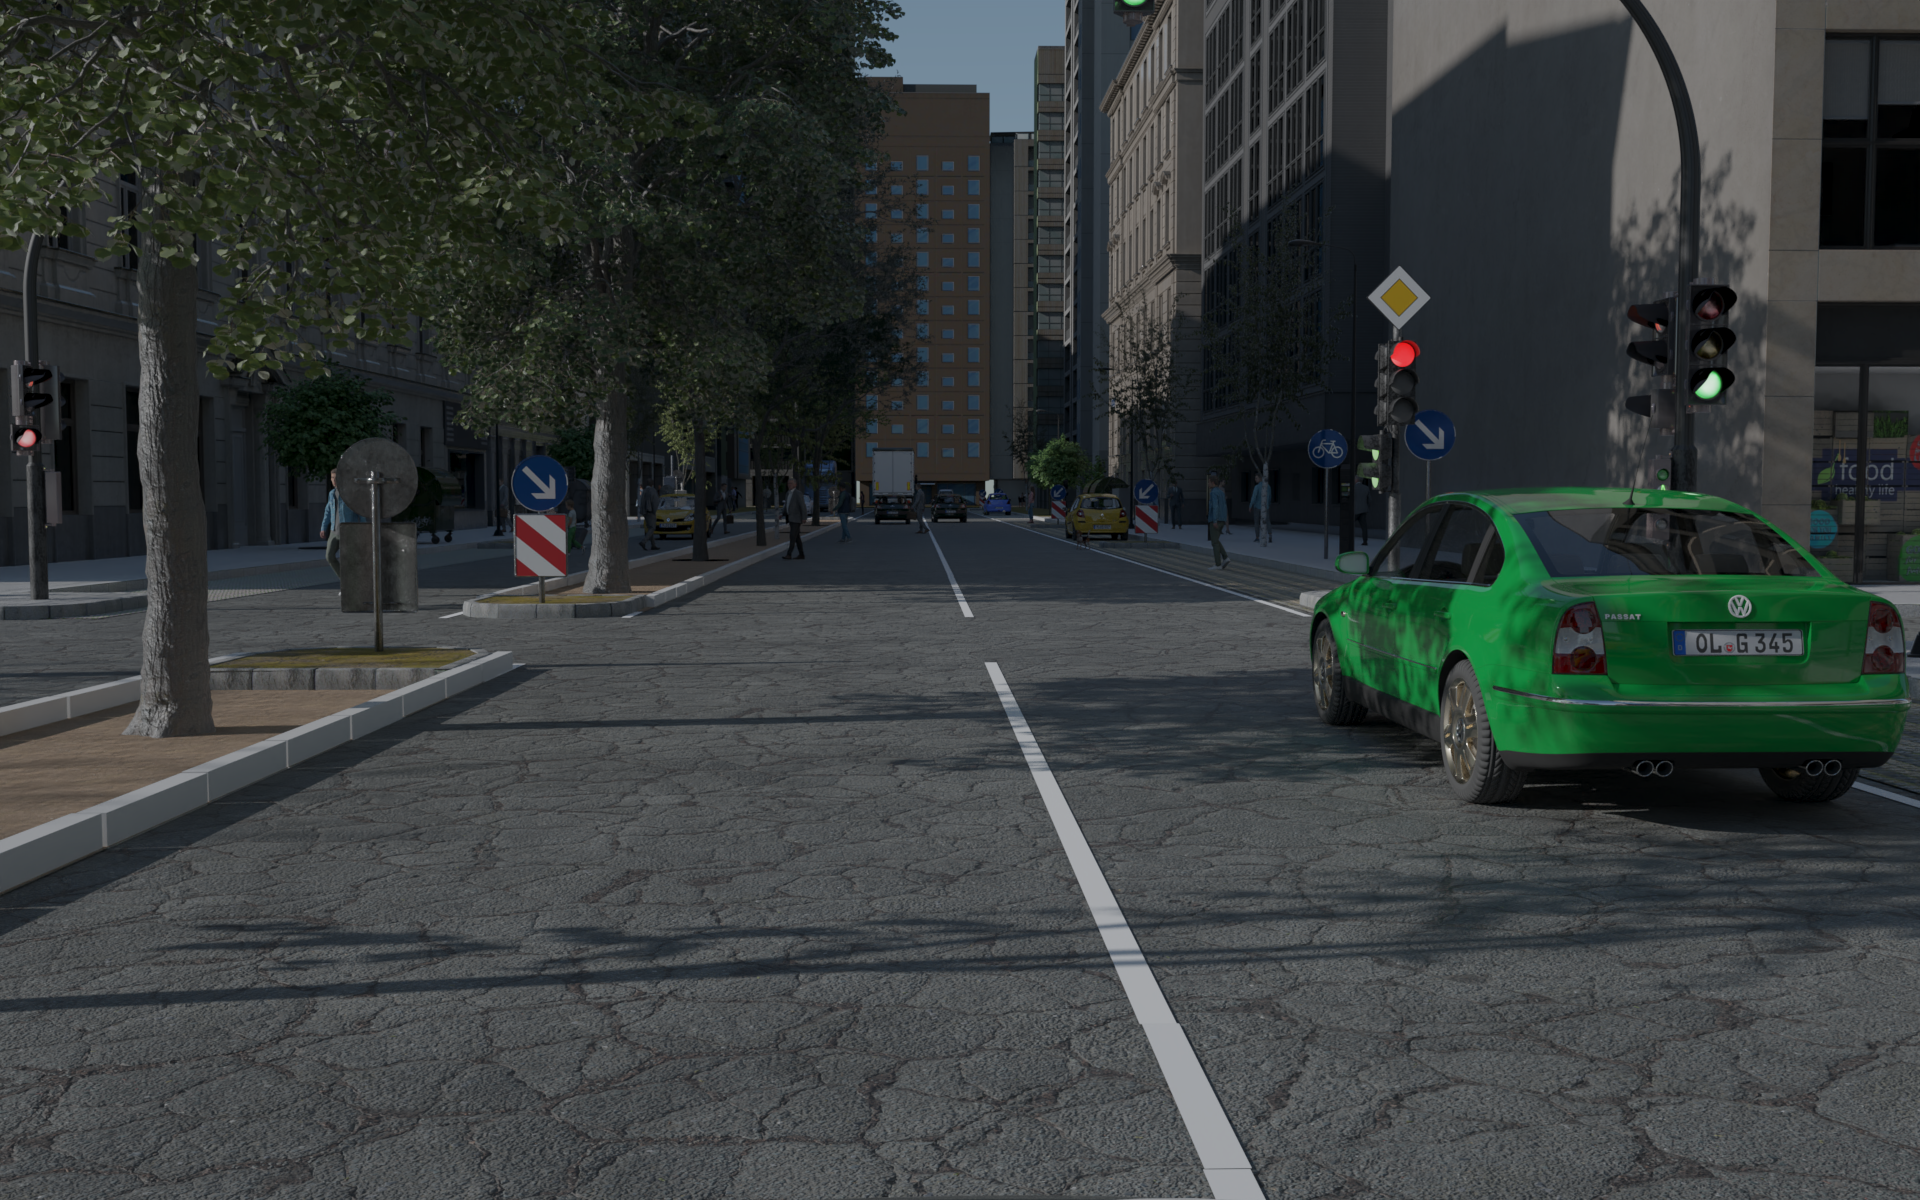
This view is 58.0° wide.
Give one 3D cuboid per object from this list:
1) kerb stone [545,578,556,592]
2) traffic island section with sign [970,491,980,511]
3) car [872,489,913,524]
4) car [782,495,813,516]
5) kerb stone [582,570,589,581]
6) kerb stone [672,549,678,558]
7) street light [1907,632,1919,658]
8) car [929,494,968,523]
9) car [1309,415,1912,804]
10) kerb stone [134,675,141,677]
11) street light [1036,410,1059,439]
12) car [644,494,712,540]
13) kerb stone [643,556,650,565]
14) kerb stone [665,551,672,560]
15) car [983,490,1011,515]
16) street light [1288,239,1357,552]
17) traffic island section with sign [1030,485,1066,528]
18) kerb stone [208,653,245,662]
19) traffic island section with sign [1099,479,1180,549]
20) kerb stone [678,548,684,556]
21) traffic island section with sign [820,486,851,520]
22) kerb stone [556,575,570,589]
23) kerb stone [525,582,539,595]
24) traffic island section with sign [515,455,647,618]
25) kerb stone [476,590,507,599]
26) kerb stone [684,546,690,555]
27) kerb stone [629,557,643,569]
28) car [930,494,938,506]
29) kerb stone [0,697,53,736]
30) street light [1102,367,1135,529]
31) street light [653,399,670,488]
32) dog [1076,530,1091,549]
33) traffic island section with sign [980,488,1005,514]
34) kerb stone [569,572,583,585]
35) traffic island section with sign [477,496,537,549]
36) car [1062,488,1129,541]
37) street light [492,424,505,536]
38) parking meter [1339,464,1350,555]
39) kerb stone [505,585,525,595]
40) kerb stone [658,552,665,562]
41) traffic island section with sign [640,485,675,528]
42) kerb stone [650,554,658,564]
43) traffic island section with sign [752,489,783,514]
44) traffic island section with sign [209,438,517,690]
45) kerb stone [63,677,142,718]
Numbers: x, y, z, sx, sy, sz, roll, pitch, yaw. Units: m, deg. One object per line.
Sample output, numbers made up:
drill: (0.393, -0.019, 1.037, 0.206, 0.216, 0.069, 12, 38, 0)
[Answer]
kerb stone: (-6.110, -0.193, 25.351, 0.120, 0.150, 1.000, 0, 4, -2)
traffic island section with sign: (1.846, -8.697, 150.826, 1.989, 1.847, 2.006, 0, 4, -2)
car: (-3.236, -4.492, 83.227, 2.009, 1.686, 4.222, 0, 4, -2)
car: (-10.568, -6.188, 113.537, 2.083, 1.381, 4.827, 0, 4, -2)
kerb stone: (-6.196, -0.382, 28.436, 0.120, 0.150, 1.000, 0, 4, -2)
kerb stone: (-6.477, -1.008, 38.679, 0.120, 0.150, 1.000, 0, 4, -2)
street light: (7.089, -2.503, 13.470, 1.470, 5.913, 1.316, 0, 4, -2)
car: (-0.571, -4.796, 88.207, 2.009, 1.686, 4.222, 0, 4, -3)
car: (3.164, -0.037, 9.401, 1.959, 1.807, 4.718, 0, 4, -2)
kerb stone: (-5.761, 0.594, 12.520, 0.120, 0.150, 1.000, 0, 4, -2)
street light: (4.884, -7.514, 95.393, 1.470, 5.913, 1.316, 0, 4, -2)
car: (-9.048, -2.776, 55.608, 2.015, 1.641, 3.980, 0, 3, 0)
kerb stone: (-6.370, -0.750, 34.587, 0.120, 0.150, 1.000, 0, 4, -2)
kerb stone: (-6.455, -0.944, 37.657, 0.120, 0.150, 1.000, 0, 4, -2)
car: (2.509, -6.559, 116.823, 1.945, 1.707, 3.694, 0, 4, -3)
street light: (6.681, -3.623, 31.782, 1.470, 5.913, 1.316, 0, 4, -2)
traffic island section with sign: (3.994, -3.955, 73.300, 1.989, 1.847, 2.006, 0, 4, -2)
kerb stone: (-5.788, 0.531, 13.549, 0.120, 0.150, 1.000, 0, 4, -2)
traffic island section with sign: (4.750, -2.294, 46.129, 1.989, 1.847, 2.006, 0, 4, -2)
kerb stone: (-6.510, -1.065, 39.701, 0.120, 0.150, 1.000, 0, 4, -2)
traffic island section with sign: (-7.004, -5.376, 96.027, 2.006, 1.907, 1.989, 0, 4, -2)
kerb stone: (-6.145, -0.252, 26.384, 0.120, 0.150, 1.000, 0, 4, -2)
kerb stone: (-6.085, -0.129, 24.324, 0.120, 0.150, 1.000, 0, 4, -2)
traffic island section with sign: (-4.926, -0.782, 20.917, 2.006, 1.907, 1.989, 0, 4, -2)
kerb stone: (-6.032, 0.000, 22.270, 0.120, 0.150, 1.000, 0, 4, -2)
kerb stone: (-6.536, -1.131, 40.730, 0.120, 0.150, 1.000, 0, 4, -2)
kerb stone: (-6.339, -0.695, 33.560, 0.120, 0.150, 1.000, 0, 4, -2)
car: (-1.956, -9.866, 171.089, 2.009, 1.686, 4.222, 0, 4, -1)
kerb stone: (-5.703, 0.717, 10.471, 0.120, 0.150, 1.000, 0, 4, -2)
street light: (5.771, -5.569, 63.587, 1.470, 5.913, 1.316, 0, 4, -2)
street light: (-14.377, -6.846, 84.472, 1.470, 5.913, 1.316, 0, 4, -2)
dog: (3.201, -1.570, 44.964, 0.406, 0.507, 0.540, 0, 4, 1)
traffic island section with sign: (2.619, -7.025, 123.483, 1.989, 1.847, 2.006, 0, 4, -2)
kerb stone: (-6.162, -0.319, 27.408, 0.120, 0.150, 1.000, 0, 4, -2)
traffic island section with sign: (-11.591, -2.285, 45.981, 1.989, 1.847, 2.006, 0, 4, -2)
car: (4.259, -2.697, 54.318, 2.015, 1.641, 3.980, 0, 4, -1)
street light: (-13.535, -4.901, 52.665, 1.470, 5.913, 1.316, 0, 4, -2)
parking meter: (7.535, -1.712, 33.705, 0.255, 1.863, 0.399, 1, 4, 18)
kerb stone: (-6.060, -0.068, 23.302, 0.120, 0.150, 1.000, 0, 4, -2)
kerb stone: (-6.418, -0.877, 36.635, 0.120, 0.150, 1.000, 0, 4, -2)
traffic island section with sign: (-12.330, -3.933, 72.926, 1.989, 1.847, 2.006, 0, 4, -2)
kerb stone: (-6.392, -0.821, 35.612, 0.120, 0.150, 1.000, 0, 4, -2)
traffic island section with sign: (-13.714, -7.012, 123.268, 1.989, 1.847, 2.006, 0, 4, -2)
traffic island section with sign: (-4.732, -0.329, 13.512, 2.006, 1.907, 1.989, 0, 4, -2)
kerb stone: (-5.723, 0.656, 11.493, 0.120, 0.150, 1.000, 0, 4, -2)
